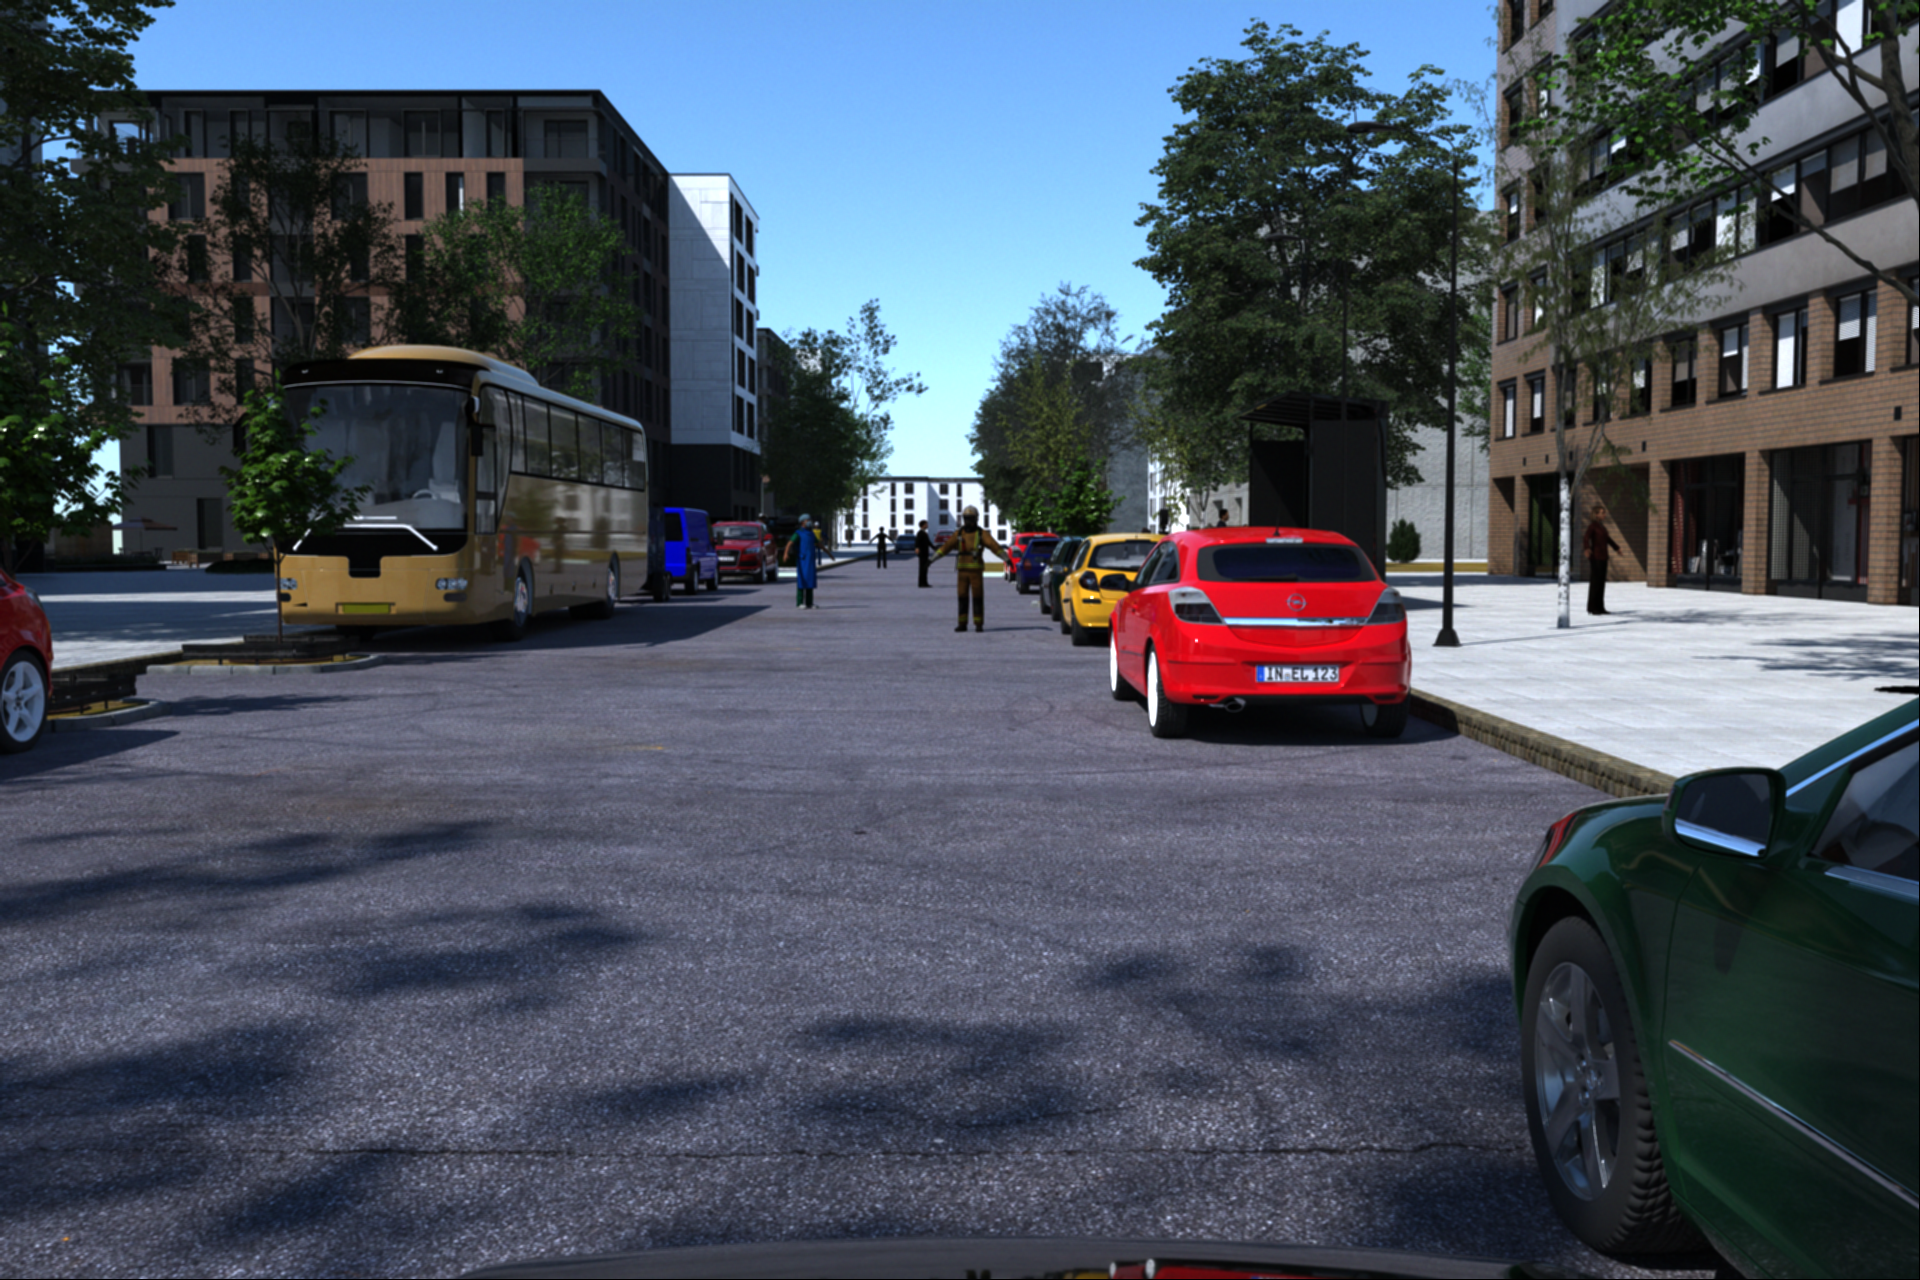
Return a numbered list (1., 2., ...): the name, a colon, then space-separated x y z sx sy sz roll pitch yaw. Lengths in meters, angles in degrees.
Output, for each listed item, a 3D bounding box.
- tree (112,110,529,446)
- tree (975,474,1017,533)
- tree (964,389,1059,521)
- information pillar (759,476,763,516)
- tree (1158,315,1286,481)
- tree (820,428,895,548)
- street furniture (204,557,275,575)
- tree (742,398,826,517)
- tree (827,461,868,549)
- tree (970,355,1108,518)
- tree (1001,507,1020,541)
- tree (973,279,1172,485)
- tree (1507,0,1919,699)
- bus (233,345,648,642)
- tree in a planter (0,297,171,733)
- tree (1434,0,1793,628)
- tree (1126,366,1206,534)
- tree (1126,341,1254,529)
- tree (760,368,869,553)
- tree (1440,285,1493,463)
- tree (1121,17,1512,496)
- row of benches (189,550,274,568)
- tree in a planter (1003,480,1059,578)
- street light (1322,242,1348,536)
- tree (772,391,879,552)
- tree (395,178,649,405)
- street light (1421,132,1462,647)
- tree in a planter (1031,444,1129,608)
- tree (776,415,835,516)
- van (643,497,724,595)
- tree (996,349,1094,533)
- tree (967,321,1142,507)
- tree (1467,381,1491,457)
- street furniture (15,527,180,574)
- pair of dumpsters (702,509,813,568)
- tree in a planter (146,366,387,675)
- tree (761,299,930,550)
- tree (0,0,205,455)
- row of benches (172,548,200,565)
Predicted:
1. tree: -13.742 -6.335 37.991 8.767 10.594 7.601 -2 4 -31
2. tree: 4.832 -13.402 153.527 8.767 10.594 7.601 3 4 38
3. tree: 5.075 -13.768 131.756 9.857 13.997 8.962 0 3 0
4. information pillar: -8.060 -4.826 70.264 0.183 3.616 0.504 0 4 1
5. tree: 11.371 -8.097 66.805 7.601 10.594 8.767 2 4 25
6. tree: -10.331 -14.561 163.831 9.928 11.665 9.643 0 3 0
7. street furniture: -20.813 -2.675 59.357 10.072 0.657 5.734 -3 4 -36
8. tree: -10.183 -8.808 94.366 4.360 8.622 3.978 0 3 0
9. tree: -10.348 -12.296 151.403 4.737 8.622 4.395 0 3 0
10. tree: 5.407 -12.862 116.954 9.857 13.997 8.962 0 3 0
11. tree: 4.925 -13.036 163.503 4.737 8.622 4.395 0 3 0
12. tree: 5.704 -10.579 83.333 12.009 13.543 11.850 0 3 0
13. tree: 7.898 -5.370 13.556 9.928 11.665 9.643 0 3 0
14. bus: -7.062 -2.125 26.297 2.896 3.916 12.252 0 4 0
15. tree in a planter: -7.285 -0.979 13.235 1.991 3.239 1.994 0 4 1
16. tree: 8.096 -4.478 23.580 4.360 8.622 3.978 0 3 0
17. tree: 8.796 -7.586 74.399 4.360 8.622 3.978 0 3 0
18. tree: 7.693 -6.454 55.882 4.737 8.622 4.395 0 3 0
19. tree: -10.182 -12.286 119.009 7.486 12.596 7.792 0 3 0
20. tree: 21.722 -8.472 64.269 9.928 11.665 9.643 0 3 0
21. tree: 8.579 -8.316 42.625 9.857 13.997 8.962 0 3 0
22. row of benches: -28.036 -3.177 67.402 1.422 0.672 4.104 3 4 39
23. tree in a planter: 2.407 -3.655 56.981 1.991 3.239 1.994 0 4 1
24. street light: 6.506 -3.326 26.928 1.470 5.913 1.316 0 3 0
25. tree: -9.717 -12.333 127.392 9.928 11.665 9.643 0 3 0
26. tree: -12.759 -7.630 50.500 9.928 11.665 9.643 0 3 0
27. street light: 6.126 -2.882 19.661 1.470 5.913 1.316 0 4 0
28. tree in a planter: 2.417 -2.268 34.299 1.991 3.239 1.994 0 4 1
29. tree: -9.778 -9.614 107.554 4.360 8.622 3.978 0 3 0
30. van: -7.098 -2.313 42.200 2.240 2.365 5.245 0 4 0
31. tree: 3.527 -7.205 68.163 4.737 8.622 4.395 0 3 0
32. tree: 5.223 -11.559 99.364 12.009 13.543 11.850 0 3 0
33. tree: 25.748 -8.495 73.303 8.767 10.594 7.601 1 4 19
34. street furniture: -31.177 -3.247 59.941 9.812 1.723 11.010 2 4 26
35. pair of dumpsters: -7.090 -3.195 57.191 4.436 2.255 1.574 0 4 0
36. tree in a planter: -7.318 -1.304 18.546 1.991 3.239 1.994 0 4 0
37. tree: -9.277 -17.346 139.490 12.611 20.169 13.585 0 3 0
38. tree: -13.473 -6.280 20.797 7.486 12.596 7.792 0 3 0
39. row of benches: -33.093 -3.590 74.157 1.422 0.672 4.104 -1 4 -15
